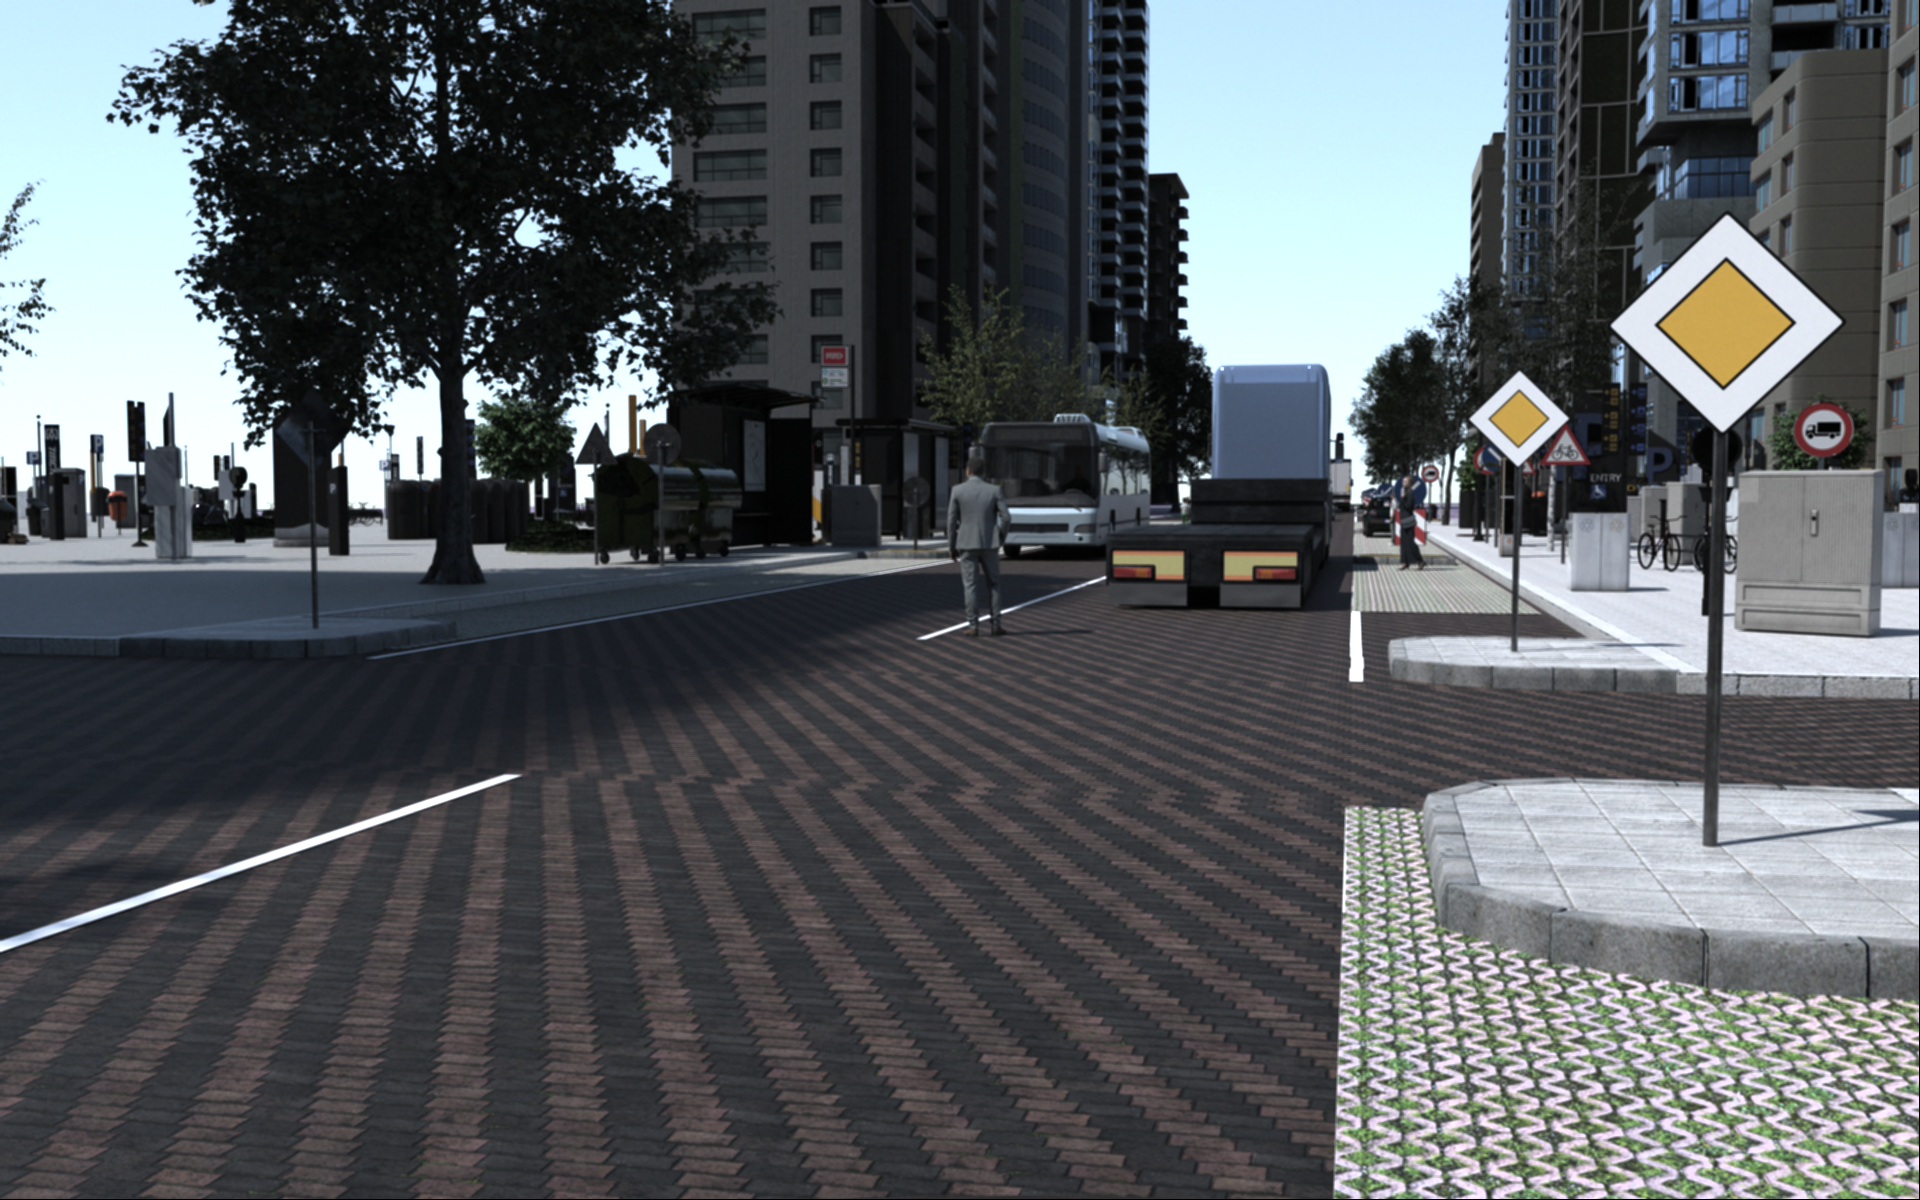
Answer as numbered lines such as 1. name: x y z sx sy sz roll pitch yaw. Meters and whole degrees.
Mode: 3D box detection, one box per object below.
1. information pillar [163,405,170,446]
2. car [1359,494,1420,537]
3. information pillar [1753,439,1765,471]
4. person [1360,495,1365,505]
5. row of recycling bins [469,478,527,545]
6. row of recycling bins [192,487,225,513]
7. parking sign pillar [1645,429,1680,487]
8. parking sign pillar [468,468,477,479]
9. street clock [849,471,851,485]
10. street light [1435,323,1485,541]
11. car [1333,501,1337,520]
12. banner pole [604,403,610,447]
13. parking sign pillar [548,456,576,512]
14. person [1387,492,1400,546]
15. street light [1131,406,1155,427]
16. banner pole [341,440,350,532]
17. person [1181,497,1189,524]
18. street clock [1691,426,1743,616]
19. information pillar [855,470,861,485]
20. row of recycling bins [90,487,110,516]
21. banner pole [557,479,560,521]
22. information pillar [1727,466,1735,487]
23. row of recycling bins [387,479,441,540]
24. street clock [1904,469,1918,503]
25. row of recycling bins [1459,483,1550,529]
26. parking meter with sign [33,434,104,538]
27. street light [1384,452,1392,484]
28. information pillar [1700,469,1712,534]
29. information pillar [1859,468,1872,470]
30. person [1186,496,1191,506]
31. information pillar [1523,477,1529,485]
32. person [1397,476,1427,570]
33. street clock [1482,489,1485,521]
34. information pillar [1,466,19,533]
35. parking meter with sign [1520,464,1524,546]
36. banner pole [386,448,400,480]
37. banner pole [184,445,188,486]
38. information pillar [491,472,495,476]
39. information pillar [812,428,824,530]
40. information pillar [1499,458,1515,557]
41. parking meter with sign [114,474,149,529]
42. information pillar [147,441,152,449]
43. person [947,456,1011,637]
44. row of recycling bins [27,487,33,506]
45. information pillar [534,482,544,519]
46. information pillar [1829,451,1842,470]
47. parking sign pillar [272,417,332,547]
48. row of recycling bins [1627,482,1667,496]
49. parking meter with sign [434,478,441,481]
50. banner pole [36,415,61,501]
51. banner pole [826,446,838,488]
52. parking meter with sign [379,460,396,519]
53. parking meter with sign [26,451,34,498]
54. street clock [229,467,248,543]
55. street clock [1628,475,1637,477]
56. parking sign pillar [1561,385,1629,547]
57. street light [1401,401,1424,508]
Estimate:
1. information pillar: -20.500 -3.276 44.910 0.183 3.616 0.504 0 4 -6
2. car: 14.446 -2.956 58.118 2.009 1.686 4.222 1 4 11
3. information pillar: 33.618 -4.992 72.973 0.183 3.616 0.504 -2 4 -26
4. person: 50.459 -12.672 216.422 1.217 1.736 0.721 -1 4 -23
5. row of recycling bins: -12.315 -2.357 45.642 1.069 1.692 3.534 0 4 7
6. row of recycling bins: -42.066 -5.352 94.625 3.534 1.692 1.069 -1 4 -15
7. parking sign pillar: 29.027 -5.084 71.596 1.447 3.967 1.447 3 5 42
8. parking sign pillar: -25.074 -6.052 87.419 1.447 3.967 1.447 0 4 -7
9. street clock: -3.487 -3.037 54.221 0.358 2.002 0.471 -1 4 -9
10. street light: 13.617 -4.563 47.140 1.470 5.913 1.316 1 4 13
11. car: 19.268 -5.109 93.318 2.009 1.686 4.222 1 4 15
12. banner pole: -9.749 -3.537 47.847 0.401 3.779 0.863 -1 4 -21
13. parking sign pillar: -19.485 -5.889 84.764 1.447 3.967 1.447 -2 4 -27
14. person: 12.053 -2.261 48.059 0.523 1.515 0.503 0 4 -7
15. street light: 9.637 -7.302 91.934 1.470 5.913 1.316 1 4 13
16. banner pole: -21.024 -4.224 59.074 0.401 3.779 0.863 -1 4 -12
17. person: 8.760 -3.347 67.471 0.306 1.304 0.590 0 4 6
18. street clock: 7.944 -0.835 18.222 0.471 2.002 0.358 2 4 31
19. information pillar: -4.311 -5.048 73.884 0.504 3.616 0.183 1 4 11
20. row of recycling bins: -50.981 -5.844 102.656 1.069 1.692 3.534 -1 4 -22
21. banner pole: -17.586 -5.246 75.796 0.401 3.779 0.863 0 4 -5
22. information pillar: 36.906 -5.599 82.903 0.183 3.616 0.504 0 4 -4
23. row of recycling bins: -15.634 -2.632 50.138 1.069 1.692 3.534 0 4 5
24. street clock: 27.362 -2.770 49.863 0.358 2.002 0.471 1 4 16
25. row of recycling bins: 20.360 -3.497 64.288 3.534 1.692 1.069 1 4 17
26. parking meter with sign: -26.039 -3.332 50.733 1.738 3.016 0.543 0 4 4
27. street light: 30.817 -9.169 122.448 1.470 5.913 1.316 1 4 13
28. information pillar: 16.199 -2.013 37.400 0.304 2.012 0.304 -2 4 -26
29. information pillar: 25.837 -2.750 49.455 0.304 2.012 0.304 2 4 32
30. person: 5.615 -1.995 41.298 0.466 1.800 0.511 0 4 0
31. information pillar: 24.575 -4.344 75.518 0.304 2.012 0.304 2 4 35
32. person: 8.413 -1.433 32.352 0.534 1.772 0.576 -1 4 -10
33. street clock: 25.019 -4.799 83.027 0.471 2.002 0.358 -1 4 -10
34. information pillar: -25.298 -2.545 46.105 0.304 2.012 0.304 3 5 43
35. parking meter with sign: 13.779 -2.867 43.144 0.543 3.016 1.738 1 4 19
36. banner pole: -31.090 -6.414 94.893 0.863 3.779 0.401 0 4 -3
37. banner pole: -39.815 -6.061 89.117 0.401 3.779 0.863 -2 4 -30
38. information pillar: -25.777 -6.415 96.237 0.504 3.616 0.183 -1 4 -20
39. information pillar: -5.061 -4.283 61.375 0.504 3.616 0.183 1 4 10
40. information pillar: 11.171 -1.882 35.255 0.304 2.012 0.304 0 4 7
41. parking meter with sign: -31.126 -4.181 64.615 1.738 3.016 0.543 -1 4 -15
42. information pillar: -35.527 -5.178 76.012 0.183 3.616 0.504 -3 5 -40
43. person: 0.192 -0.544 17.488 0.635 1.810 0.391 -1 4 -10
44. row of recycling bins: -42.617 -4.520 81.008 1.069 1.692 3.534 0 4 -6
45. information pillar: -14.994 -3.497 61.675 0.304 2.012 0.304 -1 4 -16
46. information pillar: 26.722 -3.763 52.872 0.504 3.616 0.183 -2 4 -28
47. parking sign pillar: -16.005 -3.285 42.179 1.447 3.967 1.447 -1 4 -10
48. row of recycling bins: 23.360 -3.057 57.095 3.534 1.692 1.069 2 4 26
49. parking meter with sign: -24.730 -5.287 82.708 1.738 3.016 0.543 2 4 29
50. banner pole: -28.806 -3.956 54.700 0.863 3.779 0.401 0 4 -5
51. banner pole: -6.594 -6.107 89.862 0.863 3.779 0.401 2 4 29
52. parking meter with sign: -29.238 -5.693 89.349 0.543 3.016 1.738 1 4 10
53. parking meter with sign: -37.178 -4.505 69.915 0.543 3.016 1.738 -3 4 -38
54. street clock: -19.014 -2.514 45.682 0.471 2.002 0.358 2 4 33
55. street clock: 26.197 -3.850 67.517 0.358 2.002 0.471 -2 4 -29
56. parking sign pillar: 15.415 -3.260 41.771 1.447 3.967 1.447 1 4 22
57. street light: 22.476 -6.947 86.126 1.470 5.913 1.316 1 4 13
